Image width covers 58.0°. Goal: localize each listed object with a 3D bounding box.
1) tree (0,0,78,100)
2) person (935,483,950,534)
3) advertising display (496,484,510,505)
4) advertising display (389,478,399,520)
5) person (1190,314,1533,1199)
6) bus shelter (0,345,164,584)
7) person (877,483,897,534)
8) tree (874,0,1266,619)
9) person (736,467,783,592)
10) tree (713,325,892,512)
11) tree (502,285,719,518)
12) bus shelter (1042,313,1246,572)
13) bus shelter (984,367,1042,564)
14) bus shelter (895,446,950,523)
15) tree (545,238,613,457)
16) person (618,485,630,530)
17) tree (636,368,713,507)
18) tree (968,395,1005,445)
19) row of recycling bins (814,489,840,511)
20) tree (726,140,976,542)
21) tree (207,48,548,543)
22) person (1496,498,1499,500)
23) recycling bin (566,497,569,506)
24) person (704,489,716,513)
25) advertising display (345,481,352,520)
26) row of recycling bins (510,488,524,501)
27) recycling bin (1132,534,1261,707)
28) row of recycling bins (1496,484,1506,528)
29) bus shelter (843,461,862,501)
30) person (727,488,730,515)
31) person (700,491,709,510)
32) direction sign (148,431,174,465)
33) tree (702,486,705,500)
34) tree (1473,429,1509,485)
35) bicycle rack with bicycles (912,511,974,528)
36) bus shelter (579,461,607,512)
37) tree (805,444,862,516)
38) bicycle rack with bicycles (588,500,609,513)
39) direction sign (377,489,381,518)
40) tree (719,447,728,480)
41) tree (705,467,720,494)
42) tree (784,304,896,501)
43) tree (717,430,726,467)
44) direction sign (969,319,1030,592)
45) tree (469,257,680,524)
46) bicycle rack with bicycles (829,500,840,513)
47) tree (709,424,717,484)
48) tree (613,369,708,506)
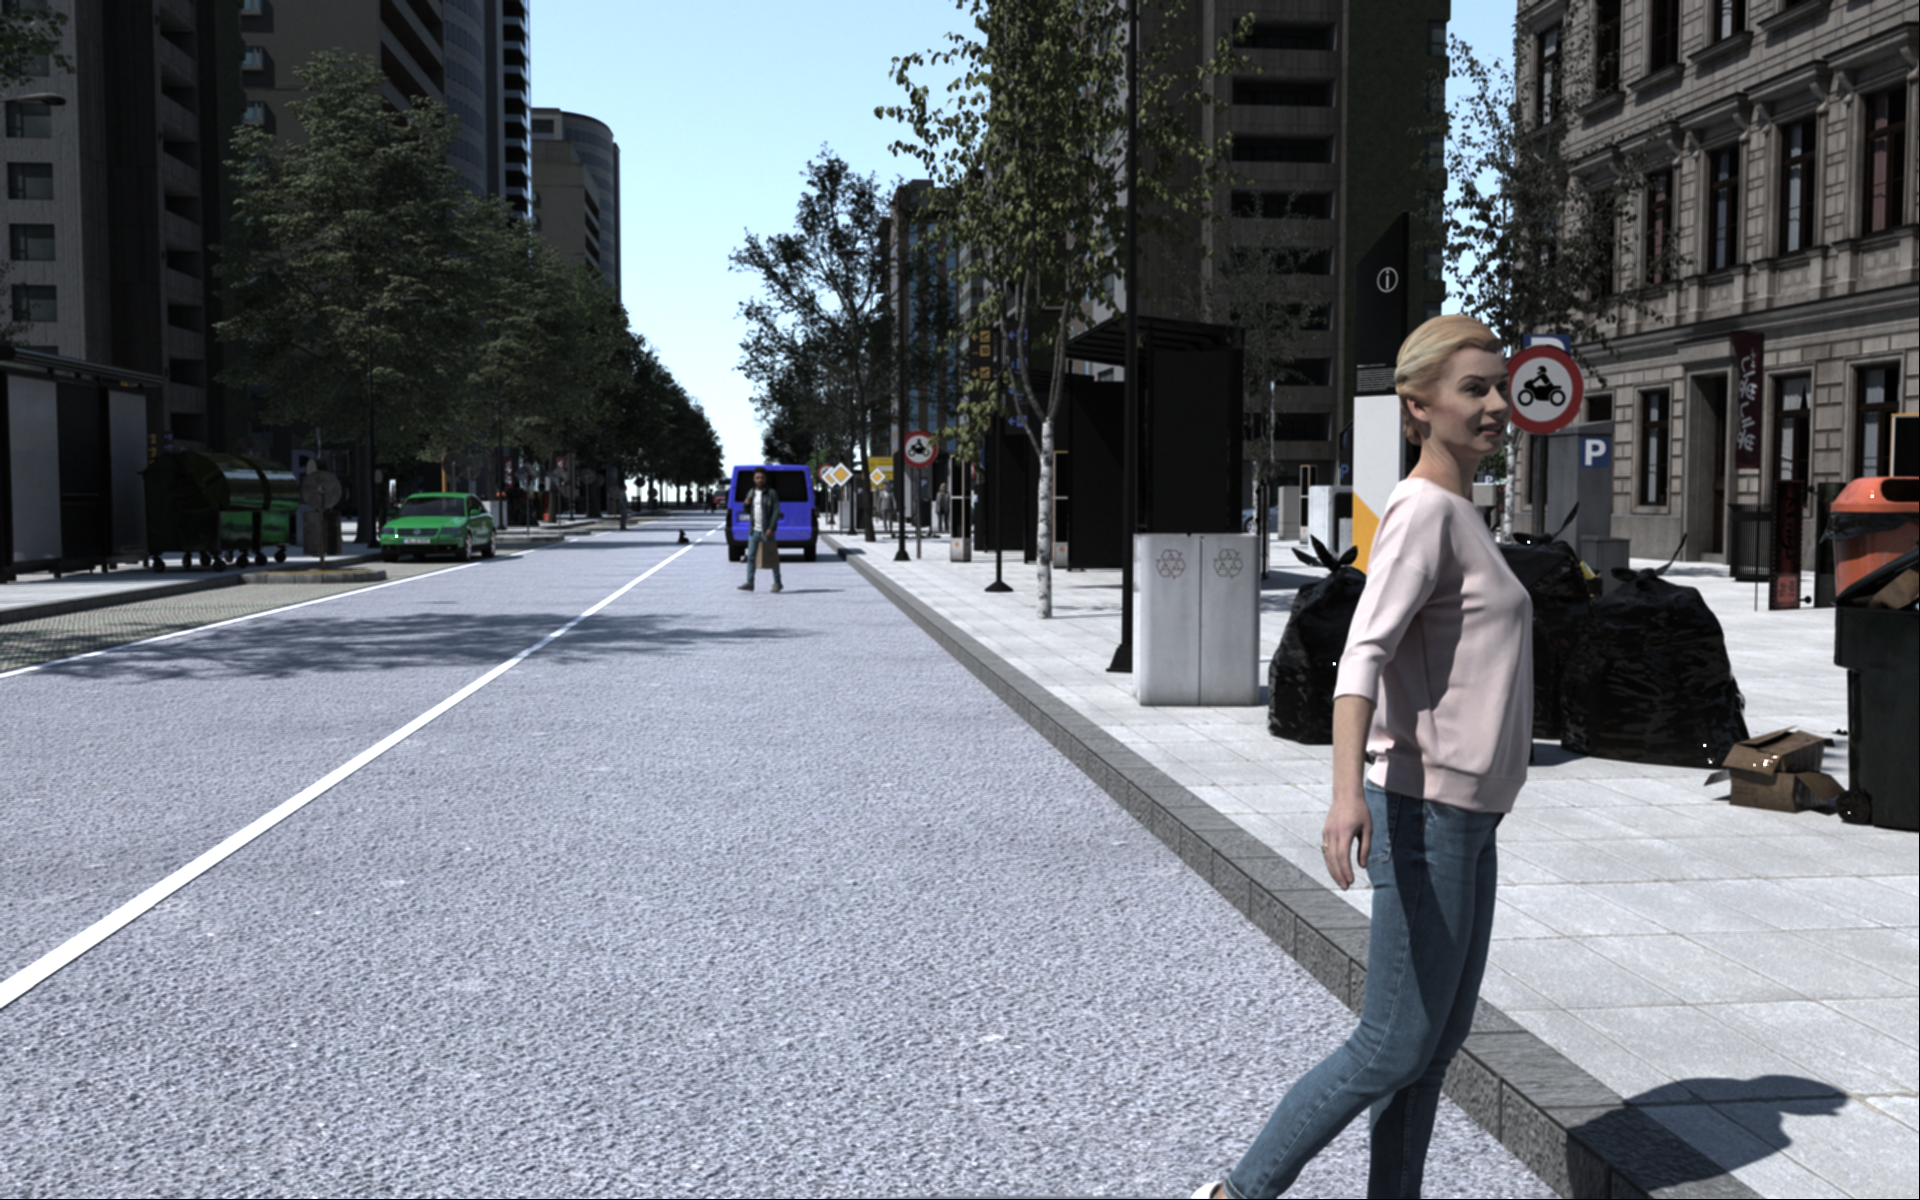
[{"bbox_3d":[-11.006,-5.367,13.511,9.928,11.665,9.643,0,3,0],"label":"tree"},{"bbox_3d":[-0.464,-2.975,57.324,0.709,1.800,0.728,1,4,9],"label":"person"},{"bbox_3d":[-28.741,-6.335,108.792,0.974,1.923,0.123,0,4,4],"label":"advertising display"},{"bbox_3d":[-23.369,-4.056,71.531,0.123,1.923,0.974,-2,4,-34],"label":"advertising display"},{"bbox_3d":[0.682,0.378,2.985,0.598,1.740,0.731,1,4,13],"label":"person"},{"bbox_3d":[-14.509,-2.946,25.796,2.179,5.291,8.768,0,4,-6],"label":"bus shelter"},{"bbox_3d":[-2.512,-3.124,59.698,0.709,1.813,0.853,0,4,-3],"label":"person"},{"bbox_3d":[0.971,-4.127,17.840,4.737,8.622,4.395,0,3,0],"label":"tree"},{"bbox_3d":[-2.831,-1.010,24.994,0.794,1.824,0.713,3,5,44],"label":"person"},{"bbox_3d":[-9.616,-13.004,122.978,12.009,13.543,11.850,0,3,0],"label":"tree"},{"bbox_3d":[-20.045,-10.823,93.959,9.611,12.733,9.660,0,3,0],"label":"tree"},{"bbox_3d":[2.614,-2.103,25.662,1.731,3.624,6.357,0,4,-6],"label":"bus shelter"},{"bbox_3d":[1.361,-2.666,34.872,1.731,3.624,6.357,0,4,-6],"label":"bus shelter"},{"bbox_3d":[-1.541,-4.871,73.569,2.014,3.302,5.546,0,4,-6],"label":"bus shelter"},{"bbox_3d":[-17.526,-9.053,66.138,7.486,12.596,7.792,0,3,0],"label":"tree"},{"bbox_3d":[-13.387,-3.688,68.901,0.391,1.810,0.635,-1,4,-19],"label":"person"},{"bbox_3d":[-29.228,-15.799,168.685,12.009,13.543,11.850,0,3,0],"label":"tree"},{"bbox_3d":[2.601,-9.855,111.485,4.360,8.622,3.978,0,3,0],"label":"tree"},{"bbox_3d":[-10.775,-7.647,132.135,3.534,1.692,1.069,-1,4,-10],"label":"row of recycling bins"},{"bbox_3d":[-2.751,-6.846,46.337,7.601,10.594,8.767,0,4,3],"label":"tree"},{"bbox_3d":[-15.671,-7.777,45.280,7.486,12.596,7.792,0,3,0],"label":"tree"},{"bbox_3d":[19.037,-3.277,62.248,0.590,1.801,0.661,1,4,15],"label":"person"},{"bbox_3d":[-30.282,-7.328,132.374,0.722,1.027,0.722,-1,4,-23],"label":"recycling bin"},{"bbox_3d":[-19.141,-7.595,132.643,0.822,1.834,0.622,1,4,12],"label":"person"},{"bbox_3d":[-30.646,-4.991,86.815,0.123,1.923,0.974,-2,4,-30],"label":"advertising display"},{"bbox_3d":[-29.613,-6.642,115.705,3.534,1.692,1.069,3,5,42],"label":"row of recycling bins"},{"bbox_3d":[1.460,0.109,10.772,0.722,1.027,0.722,0,4,1],"label":"recycling bin"},{"bbox_3d":[20.631,-3.631,66.473,1.069,1.692,3.534,-3,5,-39],"label":"row of recycling bins"},{"bbox_3d":[-6.513,-7.081,109.697,2.014,3.302,5.546,0,4,-6],"label":"bus shelter"},{"bbox_3d":[-15.201,-6.486,114.739,0.583,1.804,0.606,-2,4,-35],"label":"person"},{"bbox_3d":[-22.959,-9.053,157.227,1.217,1.735,0.721,0,4,6],"label":"person"},{"bbox_3d":[-28.714,-4.297,62.254,0.876,3.537,0.379,-1,4,-17],"label":"direction sign"},{"bbox_3d":[-38.138,-18.827,258.188,4.360,8.622,3.978,0,3,0],"label":"tree"},{"bbox_3d":[22.635,-5.604,75.336,4.285,4.588,4.351,0,3,0],"label":"tree"},{"bbox_3d":[-0.221,-3.224,66.101,2.925,0.926,2.852,0,4,8],"label":"bicycle rack with bicycles"},{"bbox_3d":[-26.467,-8.230,125.839,1.731,3.624,6.357,0,4,-6],"label":"bus shelter"},{"bbox_3d":[-7.596,-7.353,103.938,4.285,4.588,4.351,0,3,0],"label":"tree"},{"bbox_3d":[-23.685,-6.202,114.782,2.852,0.926,2.925,1,4,10],"label":"bicycle rack with bicycles"},{"bbox_3d":[-31.087,-6.165,92.789,0.379,3.537,0.876,-2,4,-30],"label":"direction sign"},{"bbox_3d":[-33.090,-18.011,211.490,9.611,12.733,9.660,0,3,0],"label":"tree"},{"bbox_3d":[-39.536,-19.625,271.227,4.737,8.622,4.395,0,3,0],"label":"tree"},{"bbox_3d":[-4.599,-7.075,66.047,4.360,8.622,3.978,0,3,0],"label":"tree"},{"bbox_3d":[-37.420,-20.327,250.467,7.486,12.596,7.792,0,3,0],"label":"tree"},{"bbox_3d":[0.513,-1.880,22.740,0.876,3.537,0.379,2,4,27],"label":"direction sign"},{"bbox_3d":[-17.707,-9.154,75.419,9.928,11.665,9.643,0,3,0],"label":"tree"},{"bbox_3d":[-7.344,-6.293,116.266,2.852,0.926,2.925,2,4,28],"label":"bicycle rack with bicycles"},{"bbox_3d":[-31.865,-16.824,193.192,7.486,12.596,7.792,0,3,0],"label":"tree"},{"bbox_3d":[-26.155,-14.120,148.987,7.486,12.596,7.792,0,3,0],"label":"tree"}]
